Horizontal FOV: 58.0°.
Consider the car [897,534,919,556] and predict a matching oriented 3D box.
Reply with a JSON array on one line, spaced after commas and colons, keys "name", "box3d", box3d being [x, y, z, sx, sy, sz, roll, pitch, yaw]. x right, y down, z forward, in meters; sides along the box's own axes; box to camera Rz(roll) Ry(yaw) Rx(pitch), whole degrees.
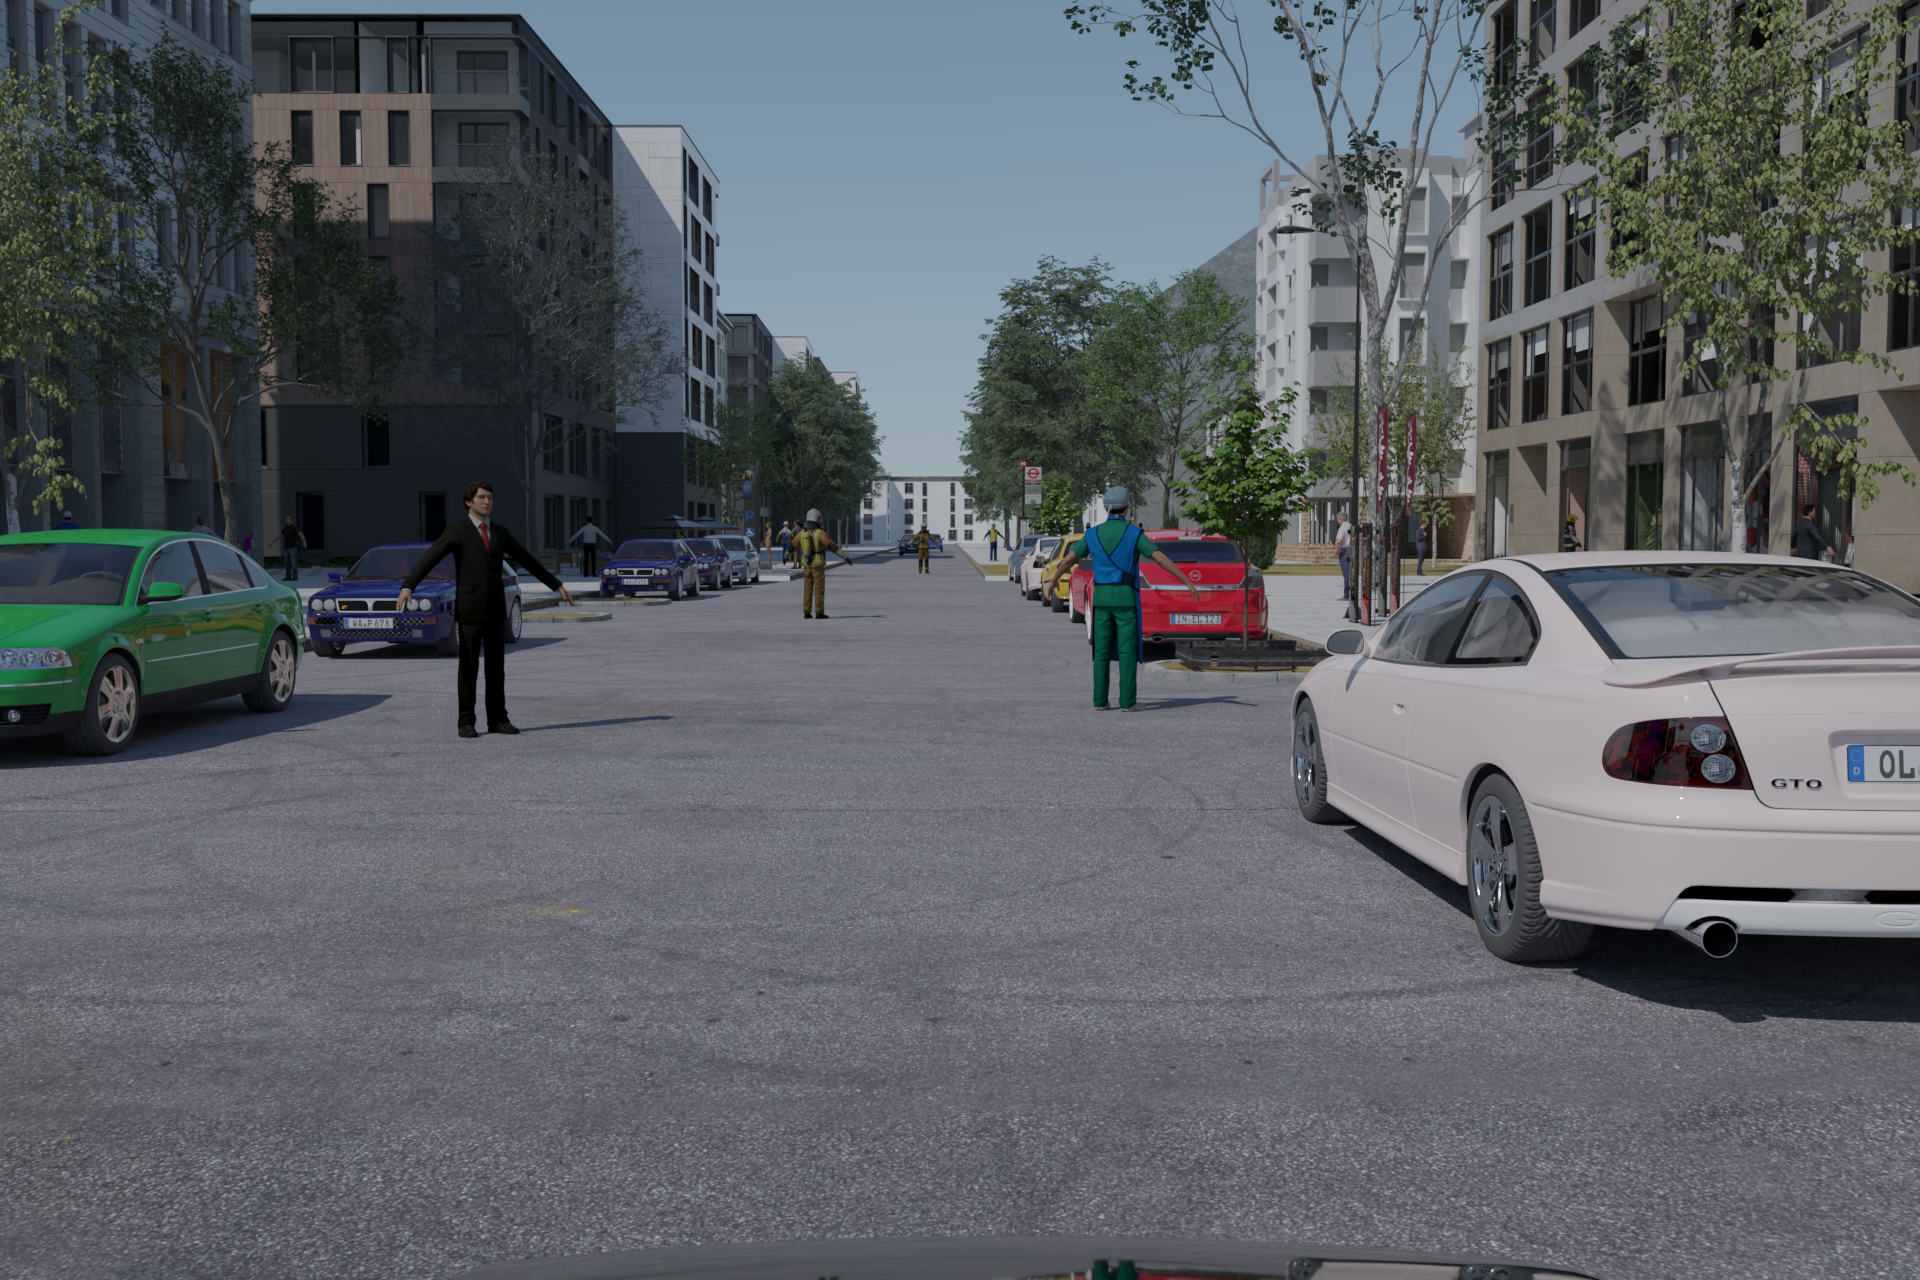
[{"name": "car", "box3d": [-3.206, -6.491, 115.914, 2.009, 1.686, 4.222, 0, 4, -1]}]

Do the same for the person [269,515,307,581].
[{"name": "person", "box3d": [-18.394, -2.526, 47.523, 1.348, 1.803, 0.705, 2, 4, 25]}]

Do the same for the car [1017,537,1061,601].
[{"name": "car", "box3d": [2.342, -1.610, 38.692, 2.083, 1.381, 4.827, 0, 4, 0]}]

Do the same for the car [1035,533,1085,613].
[{"name": "car", "box3d": [2.482, -1.395, 33.026, 2.015, 1.641, 3.980, 0, 4, -1]}]

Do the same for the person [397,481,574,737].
[{"name": "person", "box3d": [-3.397, -0.226, 12.336, 1.347, 1.806, 0.705, -3, 5, -42]}]

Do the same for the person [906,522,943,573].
[{"name": "person", "box3d": [-1.313, -3.349, 62.983, 1.354, 1.858, 0.705, -1, 4, -15]}]

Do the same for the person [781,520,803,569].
[{"name": "person", "box3d": [-6.001, -3.509, 63.637, 0.705, 1.796, 1.348, 3, 5, 42]}]

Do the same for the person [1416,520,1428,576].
[{"name": "person", "box3d": [14.132, -2.815, 52.995, 0.541, 1.710, 0.530, -3, 4, -38]}]

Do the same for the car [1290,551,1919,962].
[{"name": "car", "box3d": [2.678, 0.316, 7.201, 2.083, 1.381, 4.827, 0, 4, -2]}]

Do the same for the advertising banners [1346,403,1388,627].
[{"name": "advertising banners", "box3d": [5.698, -1.716, 24.247, 0.090, 3.025, 2.074, 0, 4, 0]}]

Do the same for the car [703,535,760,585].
[{"name": "car", "box3d": [-6.814, -2.326, 50.038, 2.014, 1.417, 4.499, 0, 3, 0]}]

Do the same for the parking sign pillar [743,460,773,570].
[{"name": "parking sign pillar", "box3d": [-7.524, -4.541, 62.713, 1.447, 3.967, 1.447, 0, 4, 1]}]

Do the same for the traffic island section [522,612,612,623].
[{"name": "traffic island section", "box3d": [-6.886, -0.367, 28.868, 1.991, 0.108, 1.994, 0, 4, -1]}]

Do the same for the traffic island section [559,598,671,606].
[{"name": "traffic island section", "box3d": [-6.959, -0.761, 35.306, 1.991, 0.108, 1.994, 0, 4, 1]}]

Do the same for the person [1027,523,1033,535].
[{"name": "person", "box3d": [3.486, -4.812, 84.858, 0.705, 1.806, 1.347, 1, 4, 19]}]

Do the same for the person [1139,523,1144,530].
[{"name": "person", "box3d": [8.445, -4.573, 80.898, 1.346, 1.812, 0.704, 1, 4, 22]}]

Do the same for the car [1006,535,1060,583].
[{"name": "car", "box3d": [2.399, -2.417, 51.518, 2.014, 1.417, 4.499, 0, 4, -2]}]

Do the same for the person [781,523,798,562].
[{"name": "person", "box3d": [-7.491, -4.419, 78.473, 1.346, 1.802, 0.704, 1, 4, 12]}]

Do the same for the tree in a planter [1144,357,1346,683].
[{"name": "tree in a planter", "box3d": [2.921, -1.246, 17.595, 1.991, 3.239, 1.994, 0, 4, -1]}]

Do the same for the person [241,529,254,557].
[{"name": "person", "box3d": [-22.357, -2.750, 54.225, 0.991, 1.433, 0.599, 3, 4, 39]}]

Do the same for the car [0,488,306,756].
[{"name": "car", "box3d": [-6.336, -0.231, 12.580, 1.959, 1.807, 4.718, 0, 4, 0]}]

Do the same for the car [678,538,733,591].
[{"name": "car", "box3d": [-6.949, -1.980, 44.954, 1.945, 1.354, 3.894, 0, 4, 0]}]

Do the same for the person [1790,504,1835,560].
[{"name": "person", "box3d": [15.414, -1.554, 31.464, 0.704, 1.823, 1.345, 0, 4, -3]}]

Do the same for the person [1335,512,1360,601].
[{"name": "person", "box3d": [7.381, -1.610, 33.306, 0.756, 1.711, 0.436, -3, 4, -36]}]

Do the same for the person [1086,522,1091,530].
[{"name": "person", "box3d": [6.270, -4.834, 84.823, 0.705, 1.856, 1.354, 3, 5, 39]}]

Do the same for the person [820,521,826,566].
[{"name": "person", "box3d": [-5.639, -3.907, 70.002, 0.705, 1.813, 1.348, 2, 4, 26]}]

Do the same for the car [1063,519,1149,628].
[{"name": "car", "box3d": [2.693, -1.074, 26.608, 2.155, 1.783, 4.494, 0, 4, -1]}]

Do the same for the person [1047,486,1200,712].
[{"name": "person", "box3d": [1.283, -0.334, 14.040, 1.347, 1.817, 0.704, 2, 4, 29]}]

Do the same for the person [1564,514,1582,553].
[{"name": "person", "box3d": [17.267, -2.637, 48.880, 0.704, 1.858, 1.351, 0, 4, 6]}]

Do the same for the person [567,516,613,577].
[{"name": "person", "box3d": [-11.006, -2.773, 51.500, 1.344, 1.810, 0.704, -1, 4, -11]}]

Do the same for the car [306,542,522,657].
[{"name": "car", "box3d": [-6.676, -0.543, 21.464, 1.945, 1.354, 3.894, 0, 3, 0]}]

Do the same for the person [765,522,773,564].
[{"name": "person", "box3d": [-7.468, -3.679, 66.956, 0.721, 1.733, 1.217, 0, 4, -7]}]

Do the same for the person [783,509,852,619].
[{"name": "person", "box3d": [-2.451, -1.286, 29.253, 1.354, 1.858, 0.705, 2, 4, 27]}]

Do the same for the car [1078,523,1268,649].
[{"name": "car", "box3d": [2.556, -0.737, 21.092, 2.155, 1.783, 4.494, 0, 4, -1]}]

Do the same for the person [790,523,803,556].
[{"name": "person", "box3d": [-8.198, -5.028, 88.345, 1.345, 1.843, 0.704, 3, 5, 42]}]

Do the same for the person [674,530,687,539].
[{"name": "person", "box3d": [-11.970, -4.164, 74.537, 0.721, 1.772, 1.216, -3, 5, -39]}]

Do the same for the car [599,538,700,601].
[{"name": "car", "box3d": [-6.864, -1.584, 38.475, 1.945, 1.354, 3.894, 0, 3, 0]}]

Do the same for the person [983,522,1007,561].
[{"name": "person", "box3d": [1.599, -4.624, 81.564, 1.349, 1.833, 0.705, -2, 4, -33]}]

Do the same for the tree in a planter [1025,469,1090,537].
[{"name": "tree in a planter", "box3d": [2.698, -3.111, 48.080, 1.991, 3.239, 1.994, 0, 4, -1]}]

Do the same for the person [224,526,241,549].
[{"name": "person", "box3d": [-18.736, -2.355, 44.618, 0.704, 1.816, 1.345, -2, 4, -31]}]

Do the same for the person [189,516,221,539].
[{"name": "person", "box3d": [-22.594, -2.785, 51.618, 1.344, 1.819, 0.704, -3, 4, -38]}]

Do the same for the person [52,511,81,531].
[{"name": "person", "box3d": [-21.569, -2.202, 41.888, 1.347, 1.842, 0.705, -2, 4, -31]}]

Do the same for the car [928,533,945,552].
[{"name": "car", "box3d": [-2.210, -8.025, 140.799, 1.945, 1.707, 3.694, 0, 4, -1]}]

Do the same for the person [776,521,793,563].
[{"name": "person", "box3d": [-7.699, -4.347, 76.928, 1.347, 1.847, 0.705, 3, 4, 36]}]

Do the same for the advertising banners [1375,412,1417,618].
[{"name": "advertising banners", "box3d": [6.544, -1.824, 26.012, 0.090, 3.025, 2.074, 0, 4, 0]}]
